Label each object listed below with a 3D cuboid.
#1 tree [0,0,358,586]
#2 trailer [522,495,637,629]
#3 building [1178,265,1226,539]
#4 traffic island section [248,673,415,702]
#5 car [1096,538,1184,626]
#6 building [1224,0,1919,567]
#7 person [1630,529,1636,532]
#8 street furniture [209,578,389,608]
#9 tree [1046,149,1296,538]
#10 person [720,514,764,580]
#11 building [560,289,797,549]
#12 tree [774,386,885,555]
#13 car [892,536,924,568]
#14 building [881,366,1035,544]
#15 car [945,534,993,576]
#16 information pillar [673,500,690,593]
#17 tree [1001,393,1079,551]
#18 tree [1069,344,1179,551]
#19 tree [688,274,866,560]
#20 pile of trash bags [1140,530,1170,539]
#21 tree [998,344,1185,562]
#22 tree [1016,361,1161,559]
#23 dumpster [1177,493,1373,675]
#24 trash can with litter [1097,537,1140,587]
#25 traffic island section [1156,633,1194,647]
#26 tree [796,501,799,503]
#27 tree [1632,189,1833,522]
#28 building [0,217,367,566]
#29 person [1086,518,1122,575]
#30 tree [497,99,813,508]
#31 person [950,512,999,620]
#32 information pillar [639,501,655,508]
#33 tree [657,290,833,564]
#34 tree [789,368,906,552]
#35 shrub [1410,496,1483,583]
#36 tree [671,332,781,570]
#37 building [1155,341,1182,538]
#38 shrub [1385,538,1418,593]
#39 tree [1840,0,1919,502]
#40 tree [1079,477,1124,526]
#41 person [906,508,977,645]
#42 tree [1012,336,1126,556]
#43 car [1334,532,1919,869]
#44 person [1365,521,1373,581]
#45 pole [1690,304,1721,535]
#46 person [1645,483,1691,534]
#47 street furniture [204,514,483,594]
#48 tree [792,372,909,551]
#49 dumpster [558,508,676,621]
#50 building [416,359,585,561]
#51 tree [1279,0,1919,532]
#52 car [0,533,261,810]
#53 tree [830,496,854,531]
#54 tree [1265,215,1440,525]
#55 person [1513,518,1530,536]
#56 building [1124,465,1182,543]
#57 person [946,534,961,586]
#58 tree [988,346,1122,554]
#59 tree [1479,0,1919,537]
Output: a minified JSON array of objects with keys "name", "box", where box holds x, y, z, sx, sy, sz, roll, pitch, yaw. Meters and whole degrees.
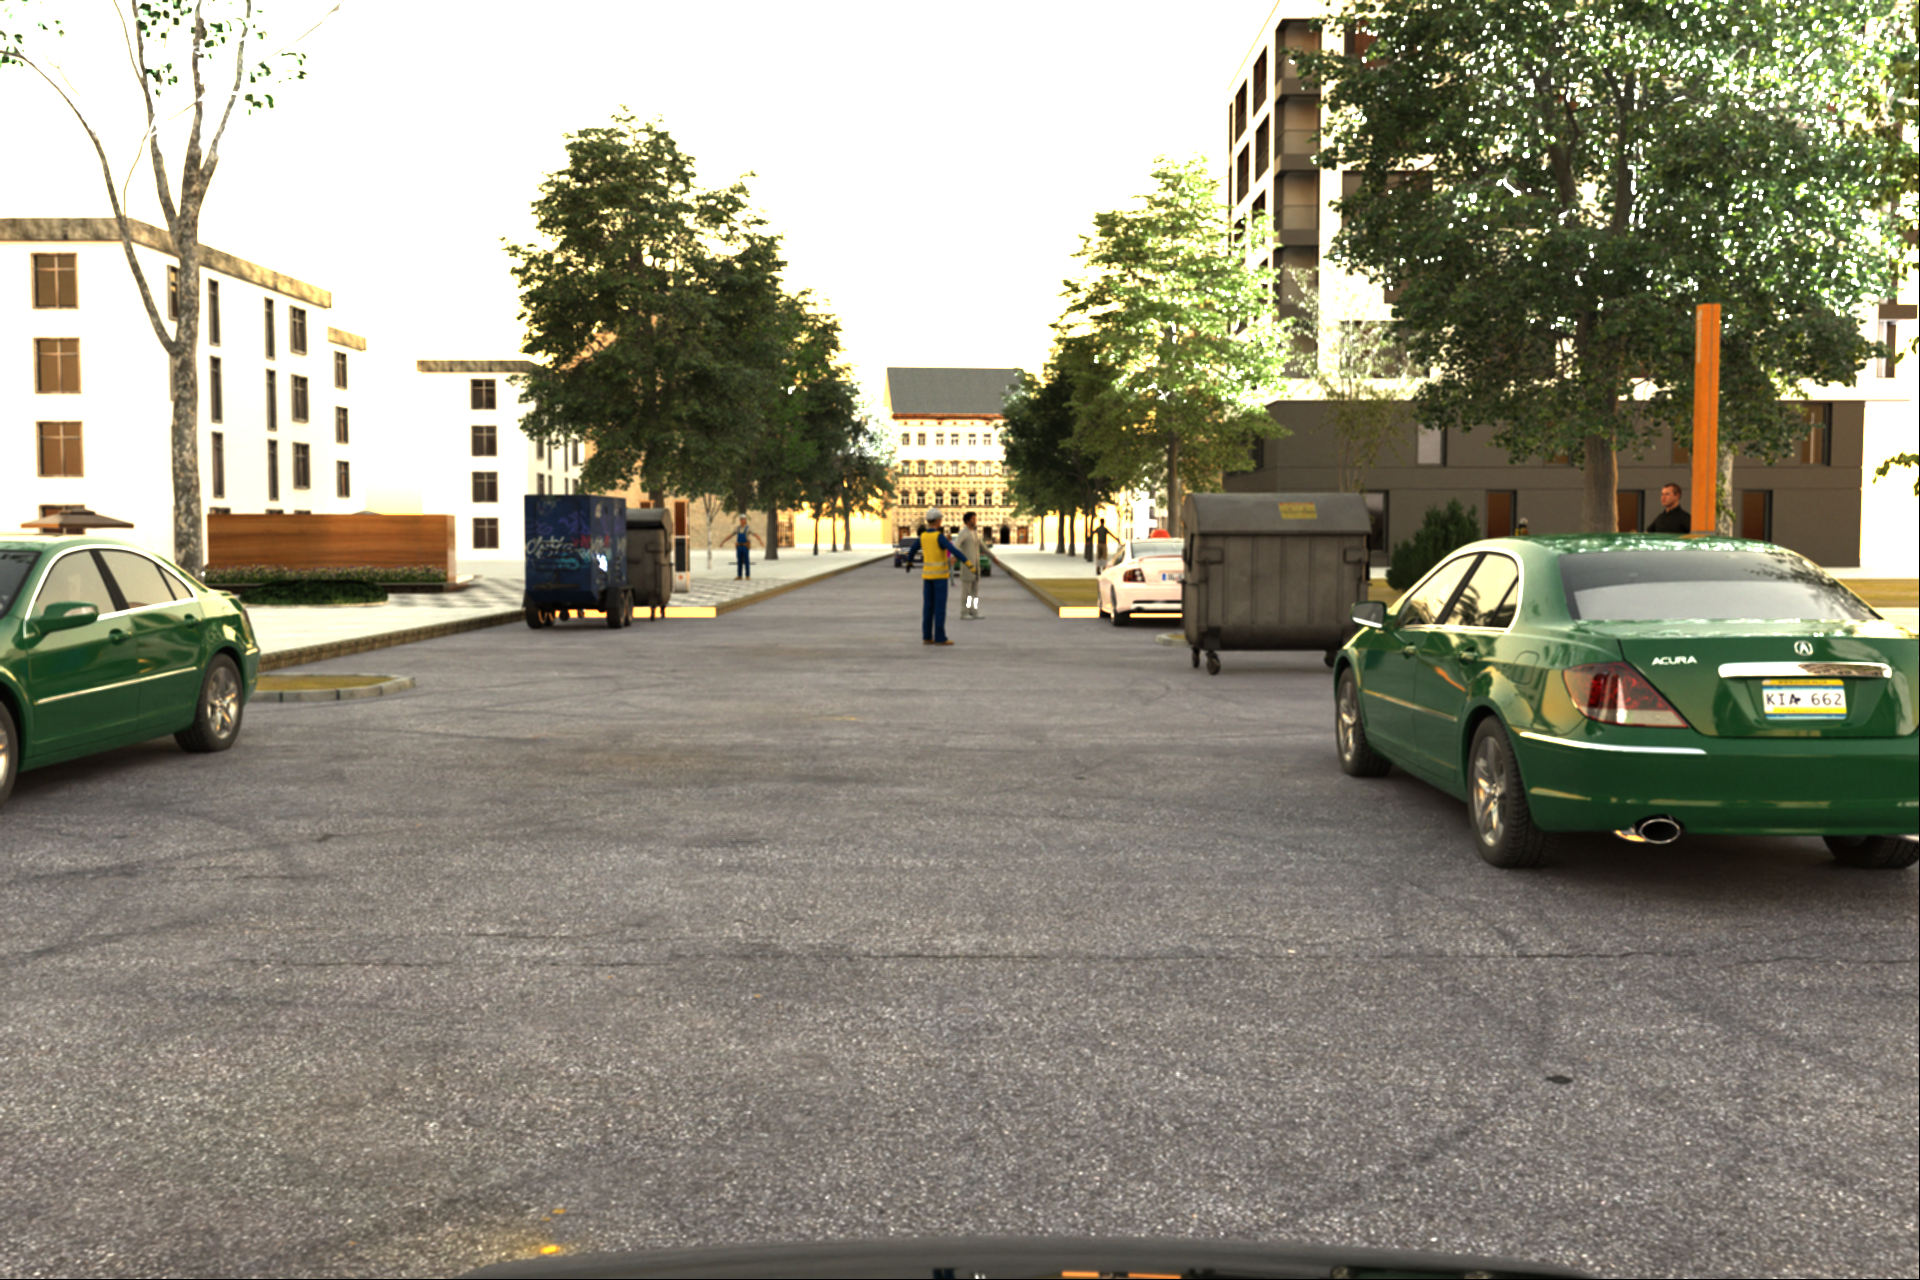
[{"name":"tree","box":[-12.078,-10.483,27.279,12.611,20.169,13.585,0,3,0]},{"name":"trailer","box":[-5.825,-1.149,25.837,1.471,1.999,3.904,0,4,0]},{"name":"building","box":[24.412,-17.006,108.970,19.493,23.208,18.063,0,4,-1]},{"name":"traffic island section","box":[-6.103,0.436,15.746,1.991,0.108,1.994,0,4,0]},{"name":"car","box":[3.295,-0.974,28.288,2.083,1.381,4.827,0,4,0]},{"name":"building","box":[26.196,-14.572,82.232,27.936,21.610,32.646,0,4,0]},{"name":"person","box":[21.916,-2.872,56.225,0.599,1.433,0.991,0,4,-4]},{"name":"street furniture","box":[-15.596,-0.905,30.421,10.072,0.657,5.734,0,4,1]},{"name":"tree","box":[6.271,-8.153,51.430,7.486,12.596,7.792,0,3,0]},{"name":"person","box":[-6.089,-2.612,48.564,1.347,1.847,0.705,1,4,17]},{"name":"building","box":[-25.561,-20.156,160.481,19.493,23.208,18.063,0,4,1]},{"name":"tree","box":[-8.768,-10.394,104.353,8.767,10.594,7.601,0,4,-2]},{"name":"car","box":[-1.965,-3.845,75.445,1.945,1.354,3.894,0,4,-1]},{"name":"building","box":[-0.619,-24.016,226.052,18.063,23.208,19.493,0,4,-7]},{"name":"car","box":[0.110,-2.958,60.163,2.131,1.459,4.920,0,4,-2]},{"name":"information pillar","box":[-6.095,-2.045,37.929,0.304,2.012,0.304,0,4,2]},{"name":"tree","box":[6.722,-13.155,133.218,7.486,12.596,7.792,0,3,0]},{"name":"tree","box":[5.952,-7.148,67.236,4.360,8.622,3.978,0,3,0]},{"name":"tree","box":[-9.500,-10.995,86.428,9.857,13.997,8.962,0,3,0]},{"name":"pile of trash bags","box":[3.959,-1.443,33.349,1.912,1.369,3.447,0,4,0]},{"name":"tree","box":[5.967,-8.814,78.523,8.767,10.594,7.601,-1,4,-9]},{"name":"tree","box":[6.681,-9.441,88.777,8.767,10.594,7.601,2,4,27]},{"name":"dumpster","box":[3.258,-0.604,18.086,1.865,1.857,1.264,0,4,-1]},{"name":"trash can with litter","box":[4.172,-1.843,41.188,1.678,1.210,2.233,0,4,-1]},{"name":"traffic island section","box":[3.603,0.008,22.740,1.991,0.108,1.994,0,4,0]},{"name":"tree","box":[-24.157,-18.087,221.470,9.928,11.665,9.643,0,3,0]},{"name":"tree","box":[14.635,-5.086,33.515,4.737,8.622,4.395,0,3,0]},{"name":"building","box":[-26.250,-7.215,60.107,9.099,9.664,28.070,0,4,1]},{"name":"person","box":[4.478,-2.941,54.361,1.348,1.796,0.705,3,4,37]},{"name":"tree","box":[-9.031,-8.863,51.557,9.857,13.997,8.962,0,3,0]},{"name":"person","box":[0.193,-1.256,29.174,0.705,1.806,1.347,2,4,35]},{"name":"information pillar","box":[-6.880,-2.055,38.088,0.304,2.012,0.304,0,4,0]},{"name":"tree","box":[-9.203,-9.018,73.199,9.928,11.665,9.643,0,3,0]},{"name":"tree","box":[-8.994,-13.002,122.951,12.009,13.543,11.850,0,3,0]},{"name":"shrub","box":[10.080,-1.931,35.606,1.661,2.075,1.752,0,3,0]},{"name":"tree","box":[-9.217,-6.865,62.602,4.360,8.622,3.978,0,3,0]},{"name":"building","box":[24.199,-19.090,168.545,16.016,20.090,11.380,0,4,0]},{"name":"shrub","box":[9.782,-1.638,37.904,1.383,1.207,1.383,0,3,0]},{"name":"tree","box":[9.615,-3.934,14.681,4.737,8.622,4.395,0,3,0]},{"name":"tree","box":[18.708,-19.295,225.837,12.009,13.543,11.850,0,3,0]},{"name":"person","box":[-0.270,-0.829,22.475,1.216,1.772,0.721,3,5,43]},{"name":"tree","box":[6.612,-11.113,99.818,7.486,12.596,7.792,0,3,0]},{"name":"car","box":[3.191,0.180,8.851,2.131,1.459,4.920,0,4,0]},{"name":"person","box":[11.091,-2.522,47.429,0.705,1.806,1.347,1,4,23]},{"name":"pole","box":[6.642,-1.323,15.468,0.158,3.312,0.155,0,3,0]},{"name":"person","box":[7.306,-0.713,17.870,0.705,1.803,1.348,-1,4,-23]},{"name":"street furniture","box":[-15.699,-1.993,39.444,9.812,1.723,11.010,-1,4,-11]},{"name":"tree","box":[-8.829,-13.905,134.007,9.857,13.997,8.962,0,3,0]},{"name":"dumpster","box":[-5.761,-1.266,28.923,1.865,1.857,1.264,0,4,0]},{"name":"building","box":[-25.517,-9.492,97.342,9.099,9.664,28.070,0,4,-1]},{"name":"tree","box":[9.594,-7.259,25.343,9.857,13.997,8.962,0,3,0]},{"name":"car","box":[-5.770,0.105,10.085,2.131,1.459,4.920,0,4,0]},{"name":"tree","box":[-14.661,-16.560,221.118,4.737,8.622,4.395,0,3,0]},{"name":"tree","box":[8.938,-5.541,40.955,4.360,8.622,3.978,0,3,0]},{"name":"person","box":[20.250,-3.456,62.271,0.705,1.858,1.354,-1,4,-16]},{"name":"building","box":[23.538,-15.097,188.986,9.099,9.664,28.070,0,4,0]},{"name":"person","box":[-0.279,-2.203,47.750,0.991,1.433,0.599,1,4,15]},{"name":"tree","box":[6.669,-12.684,114.039,9.857,13.997,8.962,0,3,0]},{"name":"tree","box":[19.855,-11.517,44.191,12.611,20.169,13.585,0,3,0]}]
